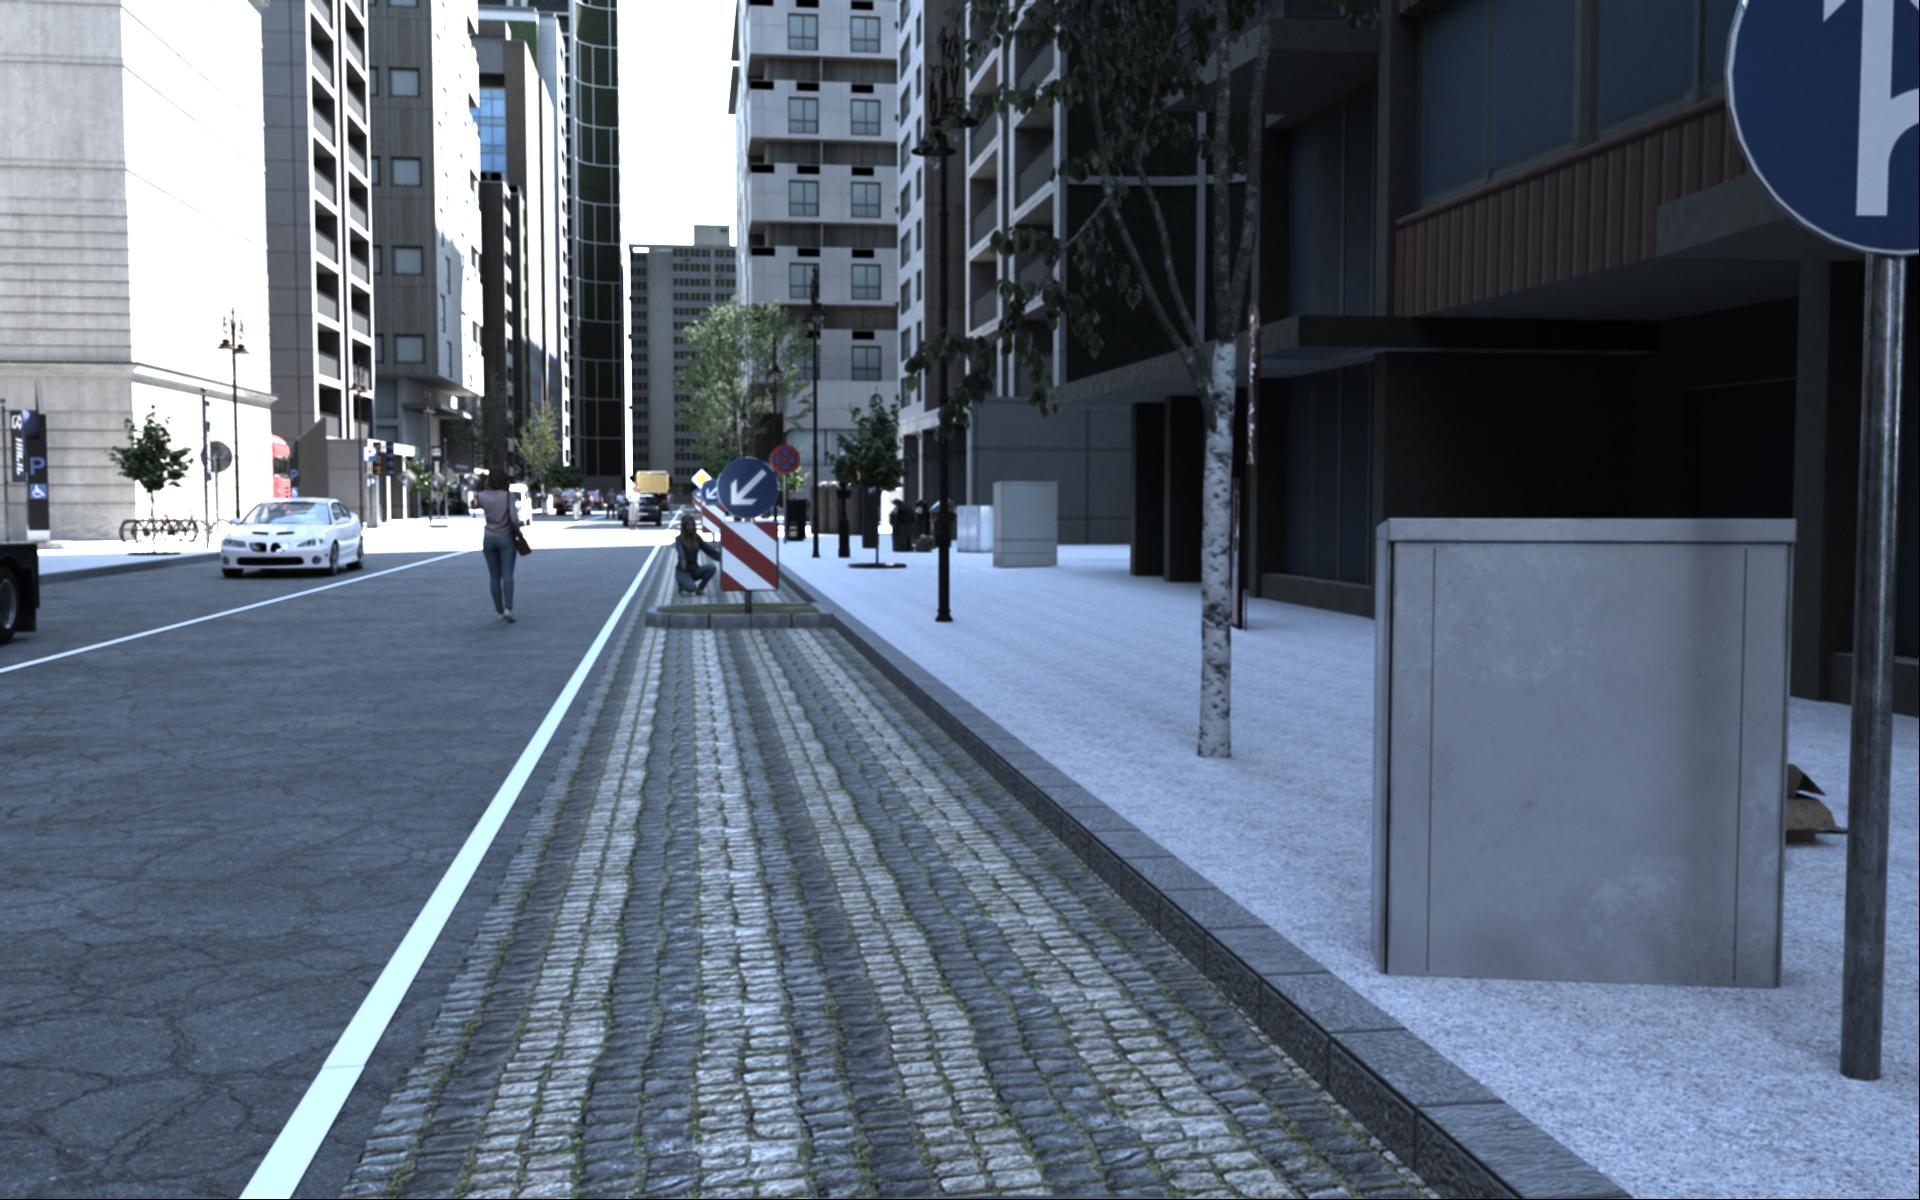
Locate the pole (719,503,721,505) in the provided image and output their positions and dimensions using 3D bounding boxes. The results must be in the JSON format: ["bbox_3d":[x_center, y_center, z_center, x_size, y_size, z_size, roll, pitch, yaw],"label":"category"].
[{"bbox_3d":[-18.770,-8.647,135.220,0.158,3.312,0.155,0,3,0],"label":"pole"}]

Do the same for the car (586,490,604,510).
[{"bbox_3d":[-33.222,-9.003,155.879,2.281,1.827,5.304,-1,4,-10],"label":"car"}]

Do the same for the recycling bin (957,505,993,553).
[{"bbox_3d":[0.421,-1.563,38.115,0.722,1.027,0.722,-3,5,-44],"label":"recycling bin"}]

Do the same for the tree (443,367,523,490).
[{"bbox_3d":[-27.317,-9.112,99.337,4.360,8.622,3.978,0,3,0],"label":"tree"}]

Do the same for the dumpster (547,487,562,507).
[{"bbox_3d":[-34.394,-8.647,147.141,1.264,1.857,1.865,-1,4,-9],"label":"dumpster"}]

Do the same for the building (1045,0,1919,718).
[{"bbox_3d":[14.132,-22.050,15.150,22.147,44.769,28.867,-1,4,-9],"label":"building"}]

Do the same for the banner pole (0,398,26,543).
[{"bbox_3d":[-24.842,-3.394,45.516,0.863,3.779,0.401,-1,4,-14],"label":"banner pole"}]

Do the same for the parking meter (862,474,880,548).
[{"bbox_3d":[-2.107,-2.160,41.035,0.399,1.863,0.255,-1,4,-17],"label":"parking meter"}]

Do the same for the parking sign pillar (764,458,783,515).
[{"bbox_3d":[-11.386,-7.095,104.476,1.447,3.967,1.447,-1,4,-18],"label":"parking sign pillar"}]

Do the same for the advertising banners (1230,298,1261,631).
[{"bbox_3d":[2.661,-1.248,16.597,0.090,3.025,2.074,0,3,0],"label":"advertising banners"}]

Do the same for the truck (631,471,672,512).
[{"bbox_3d":[-25.791,-9.128,145.161,3.469,3.379,9.791,-1,4,-11],"label":"truck"}]

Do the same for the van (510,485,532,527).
[{"bbox_3d":[-20.064,-4.286,77.086,2.013,2.044,4.112,-1,4,-9],"label":"van"}]

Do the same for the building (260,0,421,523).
[{"bbox_3d":[-37.874,-39.453,83.307,20.563,71.187,20.611,-1,4,-9],"label":"building"}]

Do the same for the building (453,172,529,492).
[{"bbox_3d":[-46.424,-23.389,154.104,14.160,30.474,14.107,-1,4,-9],"label":"building"}]

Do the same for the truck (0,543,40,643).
[{"bbox_3d":[-8.712,-1.102,7.779,2.967,4.110,18.799,-1,4,-10],"label":"truck"}]

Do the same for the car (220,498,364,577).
[{"bbox_3d":[-12.085,-1.174,31.555,2.083,1.381,4.827,-1,4,-10],"label":"car"}]

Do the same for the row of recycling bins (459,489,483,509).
[{"bbox_3d":[-42.113,-8.541,146.755,3.534,1.692,1.069,0,4,-3],"label":"row of recycling bins"}]

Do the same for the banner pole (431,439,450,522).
[{"bbox_3d":[-23.679,-5.439,78.946,0.863,3.779,0.401,0,3,0],"label":"banner pole"}]

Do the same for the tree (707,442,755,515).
[{"bbox_3d":[-14.256,-7.651,108.815,4.285,4.588,4.351,0,3,0],"label":"tree"}]

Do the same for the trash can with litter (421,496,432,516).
[{"bbox_3d":[-30.913,-5.393,99.559,1.055,1.170,0.624,1,4,10],"label":"trash can with litter"}]

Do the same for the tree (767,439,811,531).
[{"bbox_3d":[-5.908,-4.043,60.700,1.663,3.219,1.824,0,3,0],"label":"tree"}]

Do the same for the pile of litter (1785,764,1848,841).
[{"bbox_3d":[2.674,0.460,6.441,1.719,0.858,1.176,-1,4,-10],"label":"pile of litter"}]

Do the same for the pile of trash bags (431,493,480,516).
[{"bbox_3d":[-29.976,-5.742,103.642,1.912,1.369,3.447,3,5,44],"label":"pile of trash bags"}]

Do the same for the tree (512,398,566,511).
[{"bbox_3d":[-32.115,-11.155,132.746,4.737,8.622,4.395,0,3,0],"label":"tree"}]

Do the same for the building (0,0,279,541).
[{"bbox_3d":[-44.908,-16.792,50.969,44.131,29.872,17.030,-1,4,-9],"label":"building"}]

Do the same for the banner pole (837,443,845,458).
[{"bbox_3d":[-5.312,-5.338,77.292,0.401,3.779,0.863,-2,4,-34],"label":"banner pole"}]

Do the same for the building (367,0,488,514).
[{"bbox_3d":[-47.544,-32.277,116.973,28.713,52.752,27.495,-1,4,-9],"label":"building"}]

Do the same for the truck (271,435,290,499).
[{"bbox_3d":[-31.638,-4.843,68.104,11.283,4.237,2.839,-1,4,-9],"label":"truck"}]

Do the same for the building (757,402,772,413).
[{"bbox_3d":[-12.157,-23.943,163.167,14.160,30.474,14.107,-1,4,-9],"label":"building"}]

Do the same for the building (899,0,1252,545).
[{"bbox_3d":[9.671,-37.257,47.408,20.563,71.187,20.611,-1,4,-9],"label":"building"}]

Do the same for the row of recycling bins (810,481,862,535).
[{"bbox_3d":[-3.859,-2.960,55.516,1.069,1.692,3.534,-2,4,-28],"label":"row of recycling bins"}]

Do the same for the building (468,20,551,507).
[{"bbox_3d":[-48.276,-31.670,167.915,14.600,45.320,14.200,-1,4,-9],"label":"building"}]

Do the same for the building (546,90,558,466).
[{"bbox_3d":[-50.141,-32.544,182.207,14.600,45.320,14.200,-1,4,-9],"label":"building"}]

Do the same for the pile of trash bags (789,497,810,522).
[{"bbox_3d":[-6.719,-4.324,80.447,1.912,1.369,3.447,-2,4,-33],"label":"pile of trash bags"}]

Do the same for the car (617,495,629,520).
[{"bbox_3d":[-18.263,-5.208,97.146,2.014,1.417,4.499,-1,4,-8],"label":"car"}]

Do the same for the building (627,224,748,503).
[{"bbox_3d":[-36.032,-34.269,252.182,23.993,40.220,32.217,-1,4,-9],"label":"building"}]

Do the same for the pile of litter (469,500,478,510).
[{"bbox_3d":[-40.021,-7.803,141.537,1.176,0.858,1.719,3,5,42],"label":"pile of litter"}]

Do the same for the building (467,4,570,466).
[{"bbox_3d":[-61.681,-40.697,207.390,28.212,58.520,21.231,-1,4,-9],"label":"building"}]

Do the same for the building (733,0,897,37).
[{"bbox_3d":[-9.448,-36.384,184.123,28.713,52.752,27.495,-1,4,-9],"label":"building"}]

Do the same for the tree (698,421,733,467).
[{"bbox_3d":[-22.964,-13.198,166.141,4.737,8.622,4.395,0,3,0],"label":"tree"}]

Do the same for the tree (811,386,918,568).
[{"bbox_3d":[-1.367,-2.190,30.405,1.663,3.219,1.824,0,3,0],"label":"tree"}]

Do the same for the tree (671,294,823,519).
[{"bbox_3d":[-11.080,-9.988,89.064,9.928,11.665,9.643,0,3,0],"label":"tree"}]

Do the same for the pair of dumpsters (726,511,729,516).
[{"bbox_3d":[-13.527,-6.175,103.447,1.574,2.255,4.437,-1,4,-9],"label":"pair of dumpsters"}]

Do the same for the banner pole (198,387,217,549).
[{"bbox_3d":[-17.716,-3.105,40.788,0.401,3.779,0.863,-1,4,-11],"label":"banner pole"}]

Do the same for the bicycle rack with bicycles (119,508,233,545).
[{"bbox_3d":[-20.604,-1.956,45.359,2.925,0.926,2.852,-2,4,-34],"label":"bicycle rack with bicycles"}]

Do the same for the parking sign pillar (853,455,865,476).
[{"bbox_3d":[-6.169,-7.296,107.763,1.447,3.967,1.447,2,4,25],"label":"parking sign pillar"}]

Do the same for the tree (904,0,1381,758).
[{"bbox_3d":[1.086,-3.550,8.402,4.360,8.622,3.978,0,3,0],"label":"tree"}]

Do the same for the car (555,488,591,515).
[{"bbox_3d":[-26.264,-6.670,117.735,2.281,1.827,5.304,0,4,-7],"label":"car"}]

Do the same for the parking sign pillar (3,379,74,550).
[{"bbox_3d":[-21.318,-3.149,39.957,1.447,3.967,1.447,-2,4,-30],"label":"parking sign pillar"}]

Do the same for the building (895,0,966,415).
[{"bbox_3d":[4.391,-19.470,90.034,14.107,30.474,14.160,-1,4,-9],"label":"building"}]

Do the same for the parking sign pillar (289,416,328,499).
[{"bbox_3d":[-22.384,-4.345,59.512,1.447,3.967,1.447,2,4,26],"label":"parking sign pillar"}]

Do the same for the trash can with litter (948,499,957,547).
[{"bbox_3d":[-0.558,-1.847,41.586,0.624,1.170,1.055,3,5,42],"label":"trash can with litter"}]

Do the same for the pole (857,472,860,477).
[{"bbox_3d":[-4.669,-5.254,79.751,0.158,3.312,0.155,0,3,0],"label":"pole"}]

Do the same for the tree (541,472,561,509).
[{"bbox_3d":[-35.802,-9.555,150.826,1.663,3.219,1.824,0,3,0],"label":"tree"}]

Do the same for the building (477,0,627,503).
[{"bbox_3d":[-57.850,-49.202,242.711,20.611,71.187,20.563,-1,4,-9],"label":"building"}]

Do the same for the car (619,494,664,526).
[{"bbox_3d":[-14.345,-4.178,78.104,2.009,1.686,4.222,-1,4,-10],"label":"car"}]

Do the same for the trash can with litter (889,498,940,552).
[{"bbox_3d":[-1.044,-1.654,38.429,1.055,1.170,0.624,2,4,24],"label":"trash can with litter"}]

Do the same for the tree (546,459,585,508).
[{"bbox_3d":[-38.743,-11.484,171.481,4.285,4.588,4.351,0,3,0],"label":"tree"}]

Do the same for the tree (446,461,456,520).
[{"bbox_3d":[-25.736,-5.582,85.875,1.663,3.219,1.824,0,3,0],"label":"tree"}]

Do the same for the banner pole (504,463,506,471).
[{"bbox_3d":[-36.351,-9.085,138.549,0.401,3.779,0.863,-1,4,-19],"label":"banner pole"}]
